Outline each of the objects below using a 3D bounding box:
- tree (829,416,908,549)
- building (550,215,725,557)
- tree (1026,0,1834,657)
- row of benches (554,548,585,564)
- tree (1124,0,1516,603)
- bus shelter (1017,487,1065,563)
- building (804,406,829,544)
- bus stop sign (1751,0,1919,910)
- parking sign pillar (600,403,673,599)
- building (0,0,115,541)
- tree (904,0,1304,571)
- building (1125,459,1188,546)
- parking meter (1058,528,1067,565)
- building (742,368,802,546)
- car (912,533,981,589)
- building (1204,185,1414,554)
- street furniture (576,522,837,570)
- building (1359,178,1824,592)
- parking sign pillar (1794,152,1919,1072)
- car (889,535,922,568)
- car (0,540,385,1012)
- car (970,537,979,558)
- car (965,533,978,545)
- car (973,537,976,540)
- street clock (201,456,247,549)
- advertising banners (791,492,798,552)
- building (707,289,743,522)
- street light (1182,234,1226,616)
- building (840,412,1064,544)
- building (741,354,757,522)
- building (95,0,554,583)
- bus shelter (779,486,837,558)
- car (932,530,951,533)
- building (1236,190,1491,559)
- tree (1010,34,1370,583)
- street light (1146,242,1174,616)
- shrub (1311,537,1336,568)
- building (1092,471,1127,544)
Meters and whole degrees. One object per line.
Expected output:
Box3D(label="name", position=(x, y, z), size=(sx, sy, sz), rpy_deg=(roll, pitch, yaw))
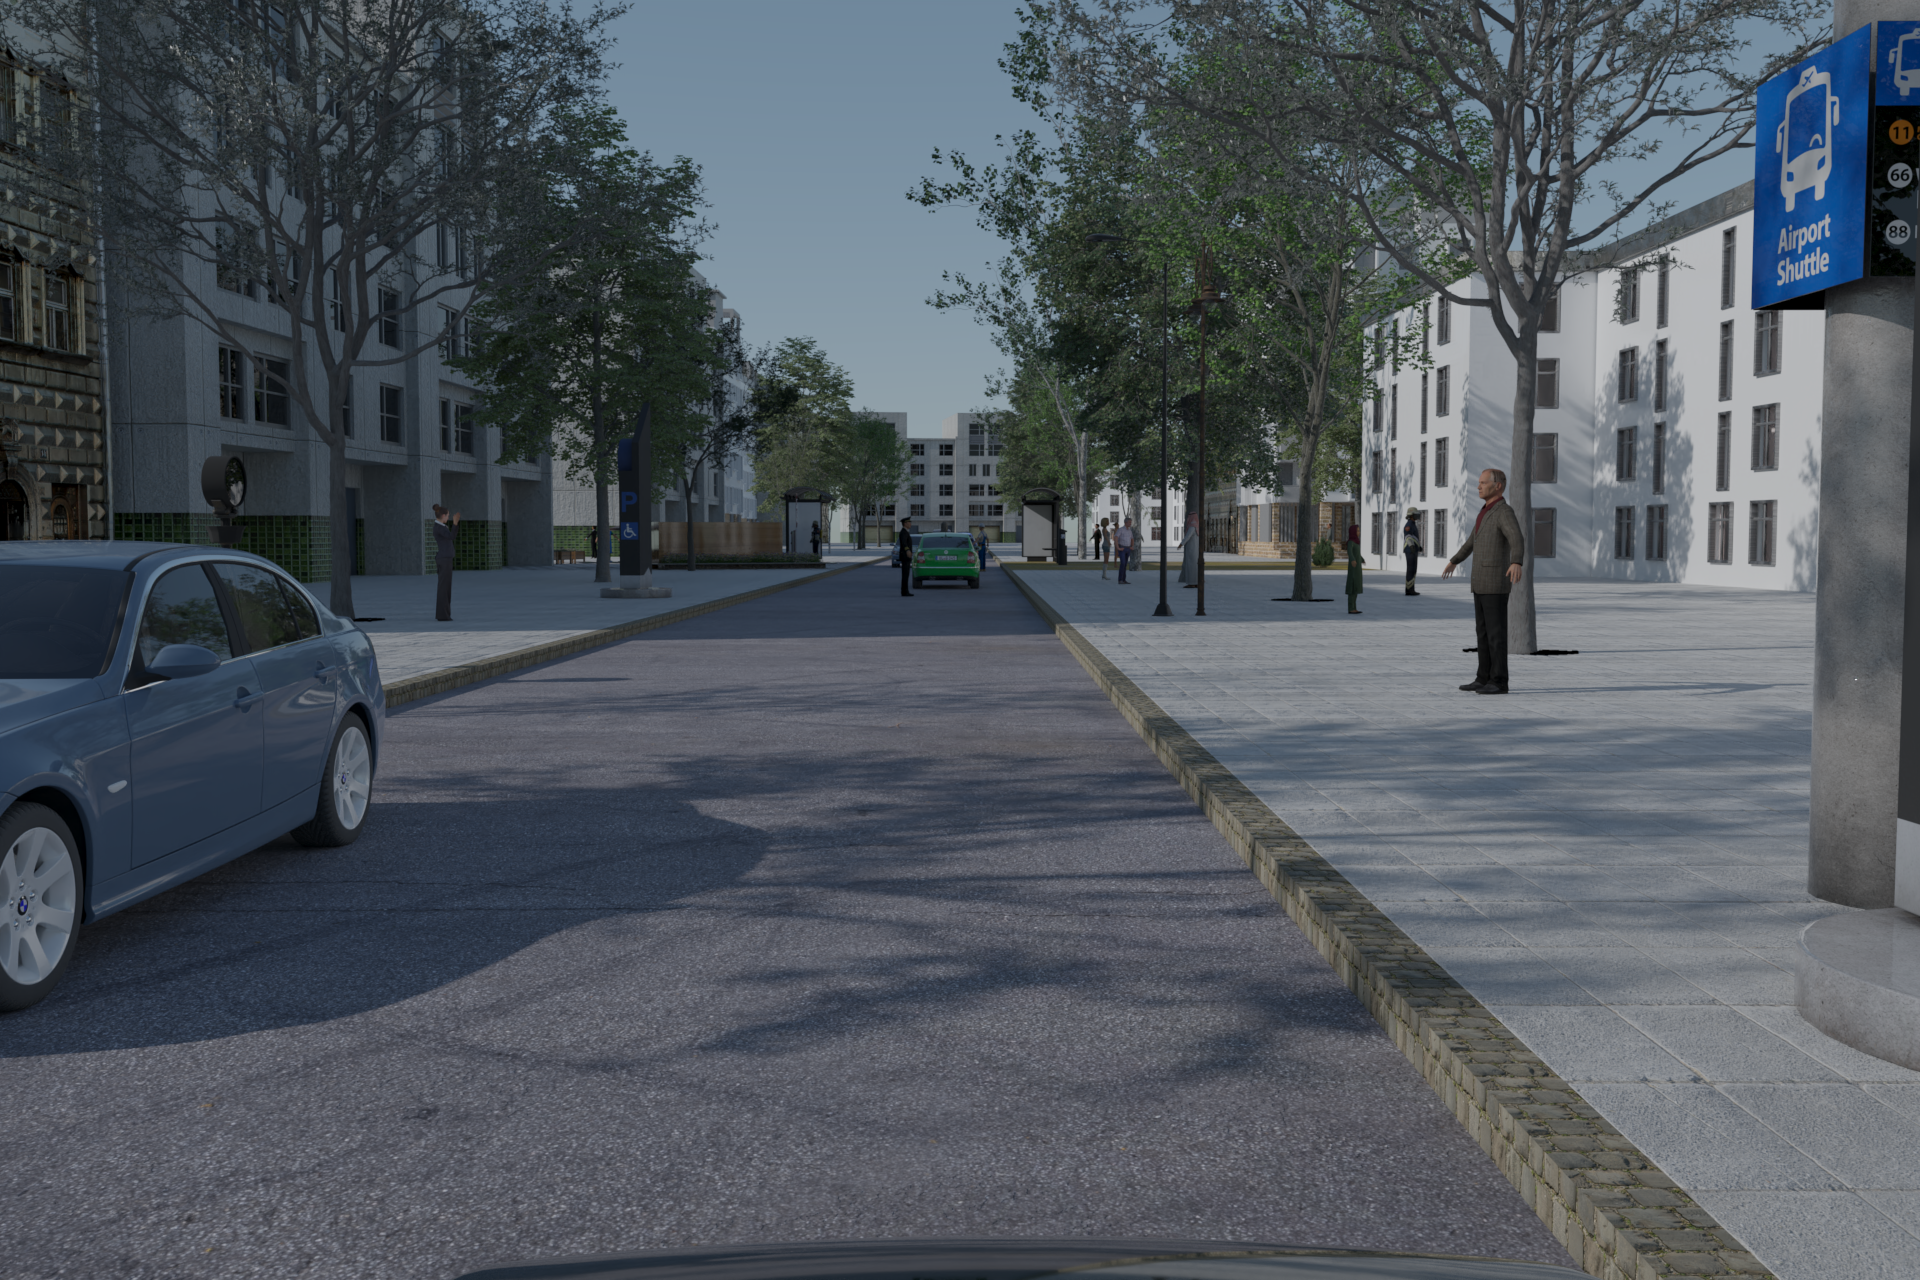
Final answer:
Box3D(label="tree", position=(-8.317, -13.836, 151.972), size=(9.928, 11.665, 9.643), rpy_deg=(0, 3, 0))
Box3D(label="building", position=(-26.090, -15.023, 112.077), size=(16.747, 18.905, 31.486), rpy_deg=(0, 4, 1))
Box3D(label="tree", position=(6.029, -6.606, 18.371), size=(12.009, 13.543, 11.850), rpy_deg=(0, 3, 0))
Box3D(label="row of benches", position=(-17.135, -3.581, 74.013), size=(1.422, 0.672, 4.104), rpy_deg=(1, 4, 11))
Box3D(label="tree", position=(6.687, -6.538, 32.652), size=(9.928, 11.665, 9.643), rpy_deg=(0, 3, 0))
Box3D(label="bus shelter", position=(3.600, -5.140, 77.958), size=(2.014, 3.302, 5.546), rpy_deg=(0, 4, 1))
Box3D(label="building", position=(-27.670, -24.543, 232.204), size=(19.493, 23.208, 18.063), rpy_deg=(0, 4, 1))
Box3D(label="bus stop sign", position=(3.331, -1.038, 5.989), size=(0.837, 3.901, 0.837), rpy_deg=(0, 4, 1))
Box3D(label="parking sign pillar", position=(-6.563, -2.846, 35.003), size=(1.447, 3.967, 1.447), rpy_deg=(0, 4, 0))
Box3D(label="building", position=(-27.782, -12.056, 28.045), size=(19.493, 23.208, 18.063), rpy_deg=(0, 4, 1))
Box3D(label="tree", position=(4.948, -12.505, 60.341), size=(12.611, 20.169, 13.585), rpy_deg=(0, 3, 0))
Box3D(label="building", position=(23.797, -15.061, 188.395), size=(9.099, 9.664, 28.070), rpy_deg=(0, 4, 0))
Box3D(label="parking meter", position=(4.247, -3.865, 71.597), size=(0.372, 1.533, 0.369), rpy_deg=(0, 3, 0))
Box3D(label="building", position=(-28.206, -22.662, 201.457), size=(19.493, 23.208, 18.063), rpy_deg=(0, 4, 0))
Box3D(label="car", position=(-0.394, -2.324, 46.792), size=(1.959, 1.807, 4.718), rpy_deg=(0, 4, -1))
Box3D(label="building", position=(26.730, -17.482, 116.751), size=(19.493, 23.208, 18.063), rpy_deg=(0, 4, 1))
Box3D(label="street furniture", position=(-8.261, -3.577, 65.343), size=(11.010, 1.723, 9.812), rpy_deg=(-1, 4, -23))
Box3D(label="building", position=(19.557, -6.693, 51.577), size=(9.099, 9.664, 28.070), rpy_deg=(0, 4, 0))
Box3D(label="parking sign pillar", position=(2.936, -0.969, 4.313), size=(1.447, 3.967, 1.447), rpy_deg=(0, 3, 0))
Box3D(label="car", position=(-2.029, -3.866, 75.204), size=(2.014, 1.417, 4.499), rpy_deg=(0, 4, 1))
Box3D(label="car", position=(-3.658, 0.323, 6.719), size=(2.014, 1.417, 4.499), rpy_deg=(0, 3, 0))
Box3D(label="car", position=(-0.023, -3.593, 71.320), size=(1.945, 1.354, 3.894), rpy_deg=(0, 4, 1))
Box3D(label="car", position=(0.073, -5.025, 91.746), size=(1.945, 1.707, 3.694), rpy_deg=(0, 4, 0))
Box3D(label="car", position=(0.546, -8.986, 158.930), size=(2.014, 1.417, 4.499), rpy_deg=(0, 4, -1))
Box3D(label="street clock", position=(-6.834, -0.707, 16.137), size=(0.358, 2.002, 0.471), rpy_deg=(0, 4, 1))
Box3D(label="advertising banners", position=(-6.868, -4.631, 71.909), size=(0.090, 3.025, 2.074), rpy_deg=(0, 4, 2))
Box3D(label="building", position=(-23.748, -17.050, 135.179), size=(16.016, 20.090, 11.380), rpy_deg=(0, 4, 1))
Box3D(label="street light", position=(3.784, -3.319, 27.055), size=(0.468, 5.910, 1.993), rpy_deg=(0, 3, 0))
Box3D(label="building", position=(-1.542, -23.830, 258.528), size=(31.486, 18.905, 16.747), rpy_deg=(-1, 4, -8))
Box3D(label="building", position=(-27.646, -19.715, 178.756), size=(16.016, 20.090, 11.380), rpy_deg=(0, 4, 1))
Box3D(label="building", position=(-25.071, -11.453, 53.709), size=(16.747, 18.905, 31.486), rpy_deg=(0, 4, 1))
Box3D(label="bus shelter", position=(-6.626, -5.026, 76.098), size=(2.014, 3.302, 5.546), rpy_deg=(0, 4, 1))
Box3D(label="car", position=(-1.501, -8.160, 142.094), size=(2.281, 1.827, 5.304), rpy_deg=(0, 4, 1))
Box3D(label="building", position=(21.548, -15.006, 101.771), size=(16.016, 20.090, 11.380), rpy_deg=(0, 3, 0))
Box3D(label="tree", position=(6.179, -8.501, 45.648), size=(9.857, 13.997, 8.962), rpy_deg=(0, 3, 0))
Box3D(label="street light", position=(3.723, -3.327, 26.940), size=(1.470, 5.913, 1.316), rpy_deg=(0, 4, 0))
Box3D(label="shrub", position=(13.919, -3.379, 66.366), size=(1.383, 1.207, 1.383), rpy_deg=(0, 3, 0))
Box3D(label="building", position=(22.903, -17.616, 230.164), size=(9.099, 9.664, 28.070), rpy_deg=(0, 4, 0))
